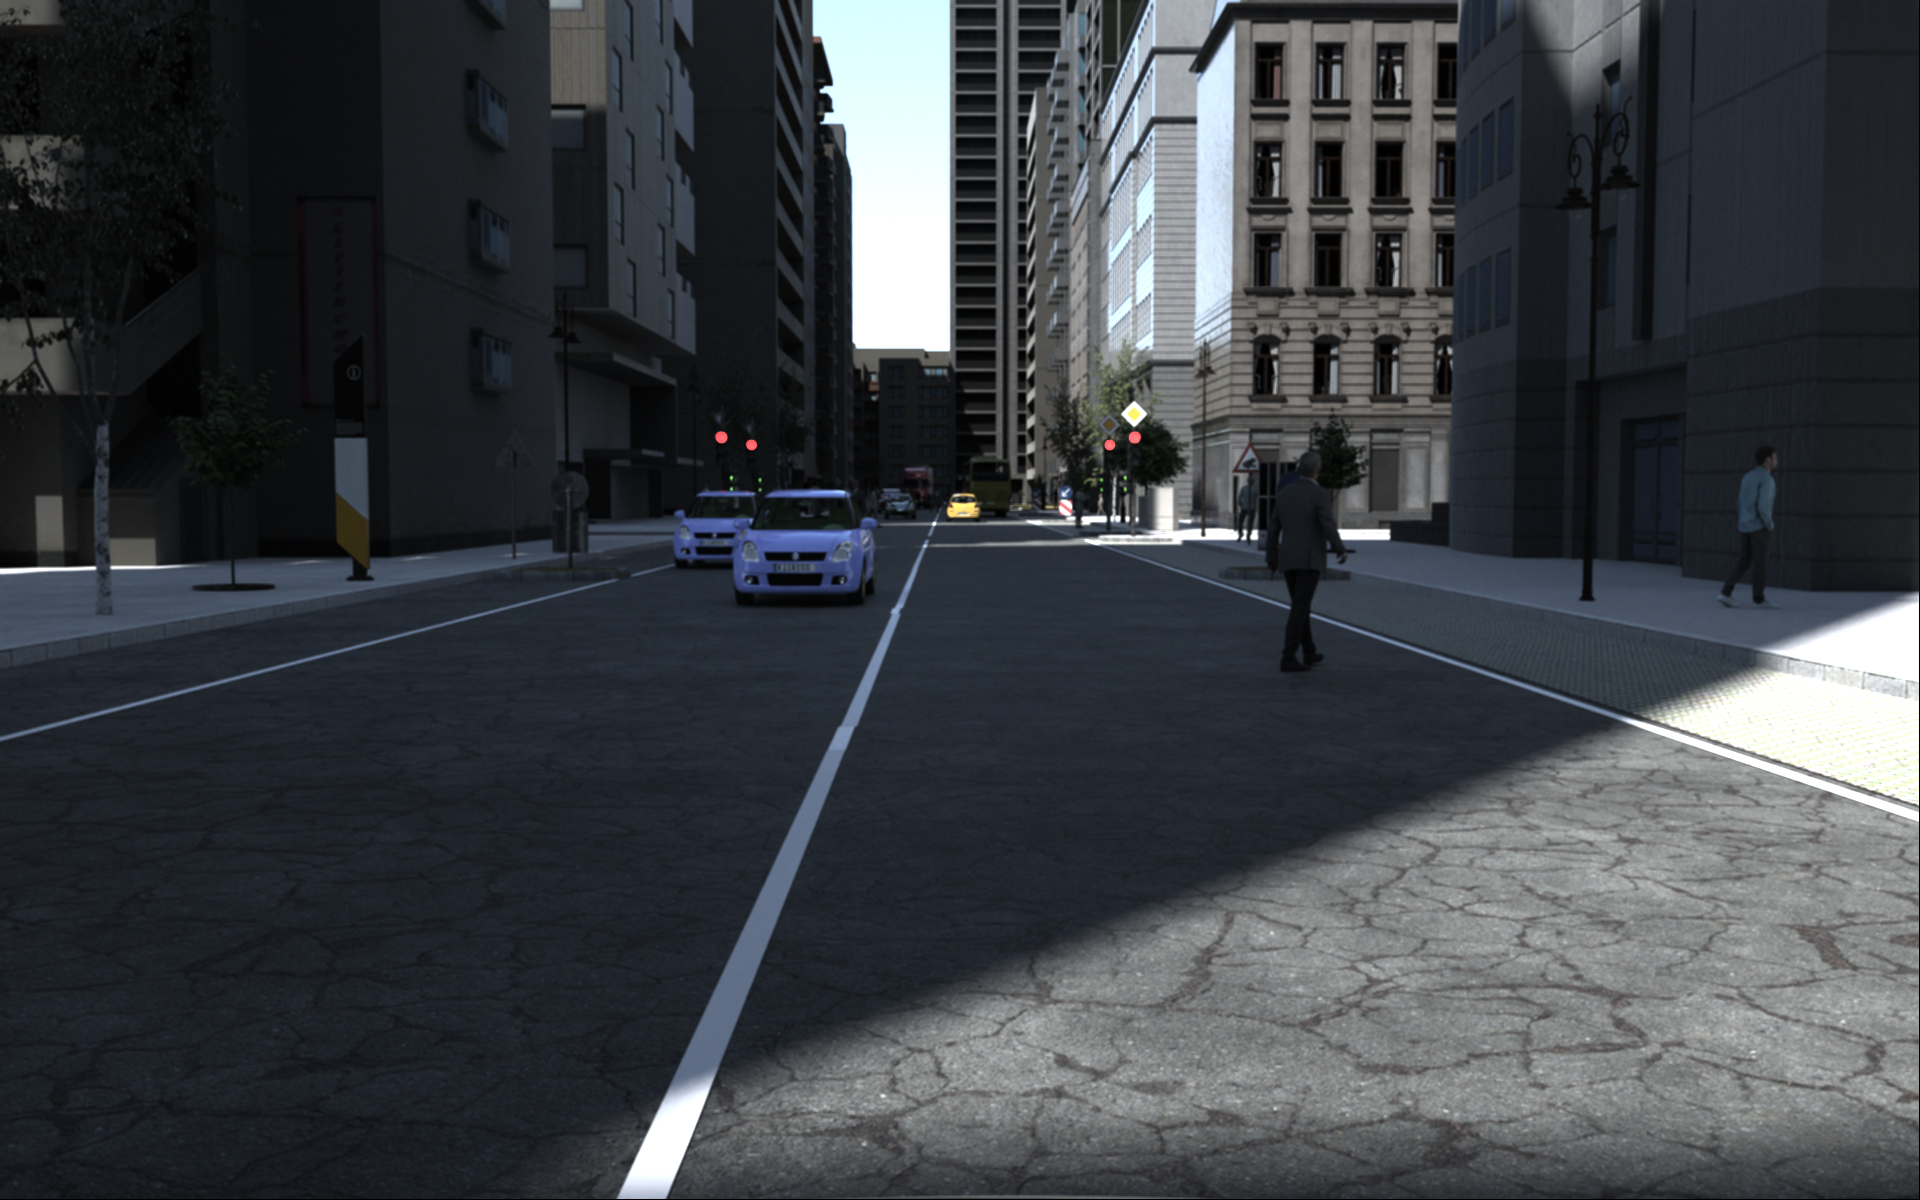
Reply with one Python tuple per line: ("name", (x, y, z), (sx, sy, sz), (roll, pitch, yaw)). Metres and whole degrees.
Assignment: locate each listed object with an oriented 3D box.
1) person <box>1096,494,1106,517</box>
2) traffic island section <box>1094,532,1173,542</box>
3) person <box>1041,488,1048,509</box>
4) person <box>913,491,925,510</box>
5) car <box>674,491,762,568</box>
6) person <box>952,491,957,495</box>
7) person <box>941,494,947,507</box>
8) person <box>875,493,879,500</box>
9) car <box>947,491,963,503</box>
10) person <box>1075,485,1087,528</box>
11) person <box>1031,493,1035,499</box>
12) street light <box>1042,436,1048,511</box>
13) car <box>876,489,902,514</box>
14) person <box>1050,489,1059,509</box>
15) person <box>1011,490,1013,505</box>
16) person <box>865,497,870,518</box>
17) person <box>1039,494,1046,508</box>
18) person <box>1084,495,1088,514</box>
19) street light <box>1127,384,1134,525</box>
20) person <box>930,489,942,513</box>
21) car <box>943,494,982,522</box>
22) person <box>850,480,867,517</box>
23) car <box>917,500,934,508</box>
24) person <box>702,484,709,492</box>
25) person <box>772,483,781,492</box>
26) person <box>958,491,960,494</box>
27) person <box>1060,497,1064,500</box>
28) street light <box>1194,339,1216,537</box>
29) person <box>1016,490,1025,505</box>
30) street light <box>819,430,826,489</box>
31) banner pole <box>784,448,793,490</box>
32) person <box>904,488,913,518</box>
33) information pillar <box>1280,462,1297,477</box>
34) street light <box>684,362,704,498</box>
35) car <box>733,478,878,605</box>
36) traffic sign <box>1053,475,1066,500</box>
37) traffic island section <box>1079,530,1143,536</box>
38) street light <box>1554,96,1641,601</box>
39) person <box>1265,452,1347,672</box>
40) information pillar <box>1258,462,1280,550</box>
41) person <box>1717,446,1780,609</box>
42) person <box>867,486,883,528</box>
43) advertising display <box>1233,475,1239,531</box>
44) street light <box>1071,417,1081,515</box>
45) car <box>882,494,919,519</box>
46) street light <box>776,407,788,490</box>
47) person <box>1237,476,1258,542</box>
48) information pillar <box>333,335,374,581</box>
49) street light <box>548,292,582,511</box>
("person", (7.997, -5.378, 98.238), (0.640, 1.303, 0.475), (-1, 4, -18))
("traffic island section", (5.270, -1.846, 52.465), (2.009, 0.180, 2.903), (0, 4, 0))
("person", (6.923, -8.483, 144.757), (1.348, 1.821, 0.705), (-3, 5, -40))
("person", (-3.807, -9.166, 158.883), (1.217, 1.766, 0.721), (2, 4, 29))
("car", (-4.688, -1.534, 34.673), (1.945, 1.707, 3.694), (0, 4, -1))
("person", (-0.460, -9.155, 158.859), (0.551, 1.740, 0.621), (1, 4, 11))
("person", (-1.644, -11.085, 192.962), (0.991, 1.433, 0.599), (1, 4, 19))
("person", (-6.744, -7.980, 139.114), (1.348, 1.807, 0.705), (1, 4, 19))
("car", (-0.239, -11.071, 189.679), (2.281, 1.827, 5.304), (0, 4, -2))
("person", (5.022, -3.862, 71.819), (0.466, 1.800, 0.511), (2, 4, 23))
("person", (7.093, -9.771, 166.517), (0.721, 1.735, 1.217), (1, 4, 21))
("street light", (6.617, -9.927, 135.100), (0.468, 5.910, 1.993), (0, 4, 0))
("car", (-5.147, -7.355, 128.925), (2.281, 1.827, 5.304), (0, 4, -2))
("person", (8.122, -8.517, 146.114), (1.217, 1.723, 0.721), (2, 4, 35))
("person", (6.095, -12.202, 205.564), (0.705, 1.821, 1.348), (-1, 4, -10))
("person", (-4.412, -4.290, 82.917), (0.475, 1.303, 0.640), (0, 4, -4))
("person", (7.387, -9.050, 154.151), (0.705, 1.807, 1.348), (-1, 4, -22))
("person", (8.166, -6.238, 112.698), (0.362, 1.253, 0.373), (0, 4, -2))
("street light", (7.182, -6.112, 72.712), (0.468, 5.910, 1.993), (0, 4, 0))
("person", (-1.844, -7.559, 132.057), (0.822, 1.834, 0.622), (2, 4, 35))
("car", (0.156, -4.814, 88.933), (2.015, 1.641, 3.980), (0, 4, -1))
("person", (-2.711, -2.171, 44.167), (0.661, 1.801, 0.590), (3, 4, 39))
("car", (-3.632, -10.481, 183.168), (2.131, 1.459, 4.920), (0, 3, 0))
("person", (-12.539, -4.832, 85.273), (0.478, 1.798, 0.641), (3, 5, 39))
("person", (-9.165, -4.975, 87.242), (0.638, 1.841, 0.748), (1, 4, 10))
("person", (-0.073, -8.726, 152.102), (0.756, 1.711, 0.436), (3, 4, 36))
("person", (7.774, -7.586, 131.887), (0.330, 1.601, 0.589), (-2, 4, -31))
("street light", (7.274, -4.821, 51.603), (0.468, 5.910, 1.993), (0, 4, 0))
("person", (7.222, -12.325, 207.585), (1.348, 1.821, 0.705), (1, 4, 21))
("street light", (-9.669, -9.143, 122.273), (0.468, 5.910, 1.993), (0, 4, 0))
("banner pole", (-9.368, -6.386, 94.430), (0.863, 3.779, 0.401), (3, 5, 42))
("person", (-3.091, -5.818, 103.794), (0.590, 1.801, 0.661), (-1, 4, -14))
("information pillar", (7.487, -2.144, 39.550), (0.304, 2.012, 0.304), (-1, 4, -20))
("street light", (-9.260, -5.362, 60.456), (0.468, 5.910, 1.993), (0, 4, 0))
("car", (-2.063, -0.855, 23.574), (1.945, 1.707, 3.694), (0, 4, 0))
("traffic sign", (6.706, -7.124, 116.476), (0.884, 2.594, 0.081), (0, 4, 1))
("traffic island section", (5.211, -2.334, 60.449), (2.009, 0.180, 2.903), (0, 4, 0))
("street light", (7.555, -2.930, 20.685), (0.468, 5.910, 1.993), (0, 4, 0))
("person", (2.873, -0.326, 14.233), (0.661, 1.777, 0.834), (3, 5, 42))
("information pillar", (7.002, -2.140, 39.477), (0.304, 2.012, 0.304), (-3, 5, -43))
("person", (8.893, -0.821, 19.493), (0.620, 1.820, 0.660), (0, 4, -7))
("person", (-3.675, -3.939, 73.180), (0.850, 1.792, 0.678), (-1, 4, -8))
("advertising display", (9.546, -3.346, 59.919), (0.123, 1.923, 0.974), (1, 4, 13))
("street light", (6.960, -8.017, 103.870), (0.468, 5.910, 1.993), (0, 4, 0))
("car", (-3.465, -5.414, 100.314), (2.131, 1.459, 4.920), (0, 4, -2))
("street light", (-9.399, -7.260, 91.491), (0.468, 5.910, 1.993), (0, 4, 0))
("person", (7.839, -2.443, 46.475), (0.782, 1.767, 0.515), (1, 4, 12))
("information pillar", (-8.974, -2.093, 25.577), (0.504, 3.616, 0.183), (0, 4, 7))
("street light", (-9.028, -4.095, 39.744), (0.468, 5.910, 1.993), (0, 4, 0))
